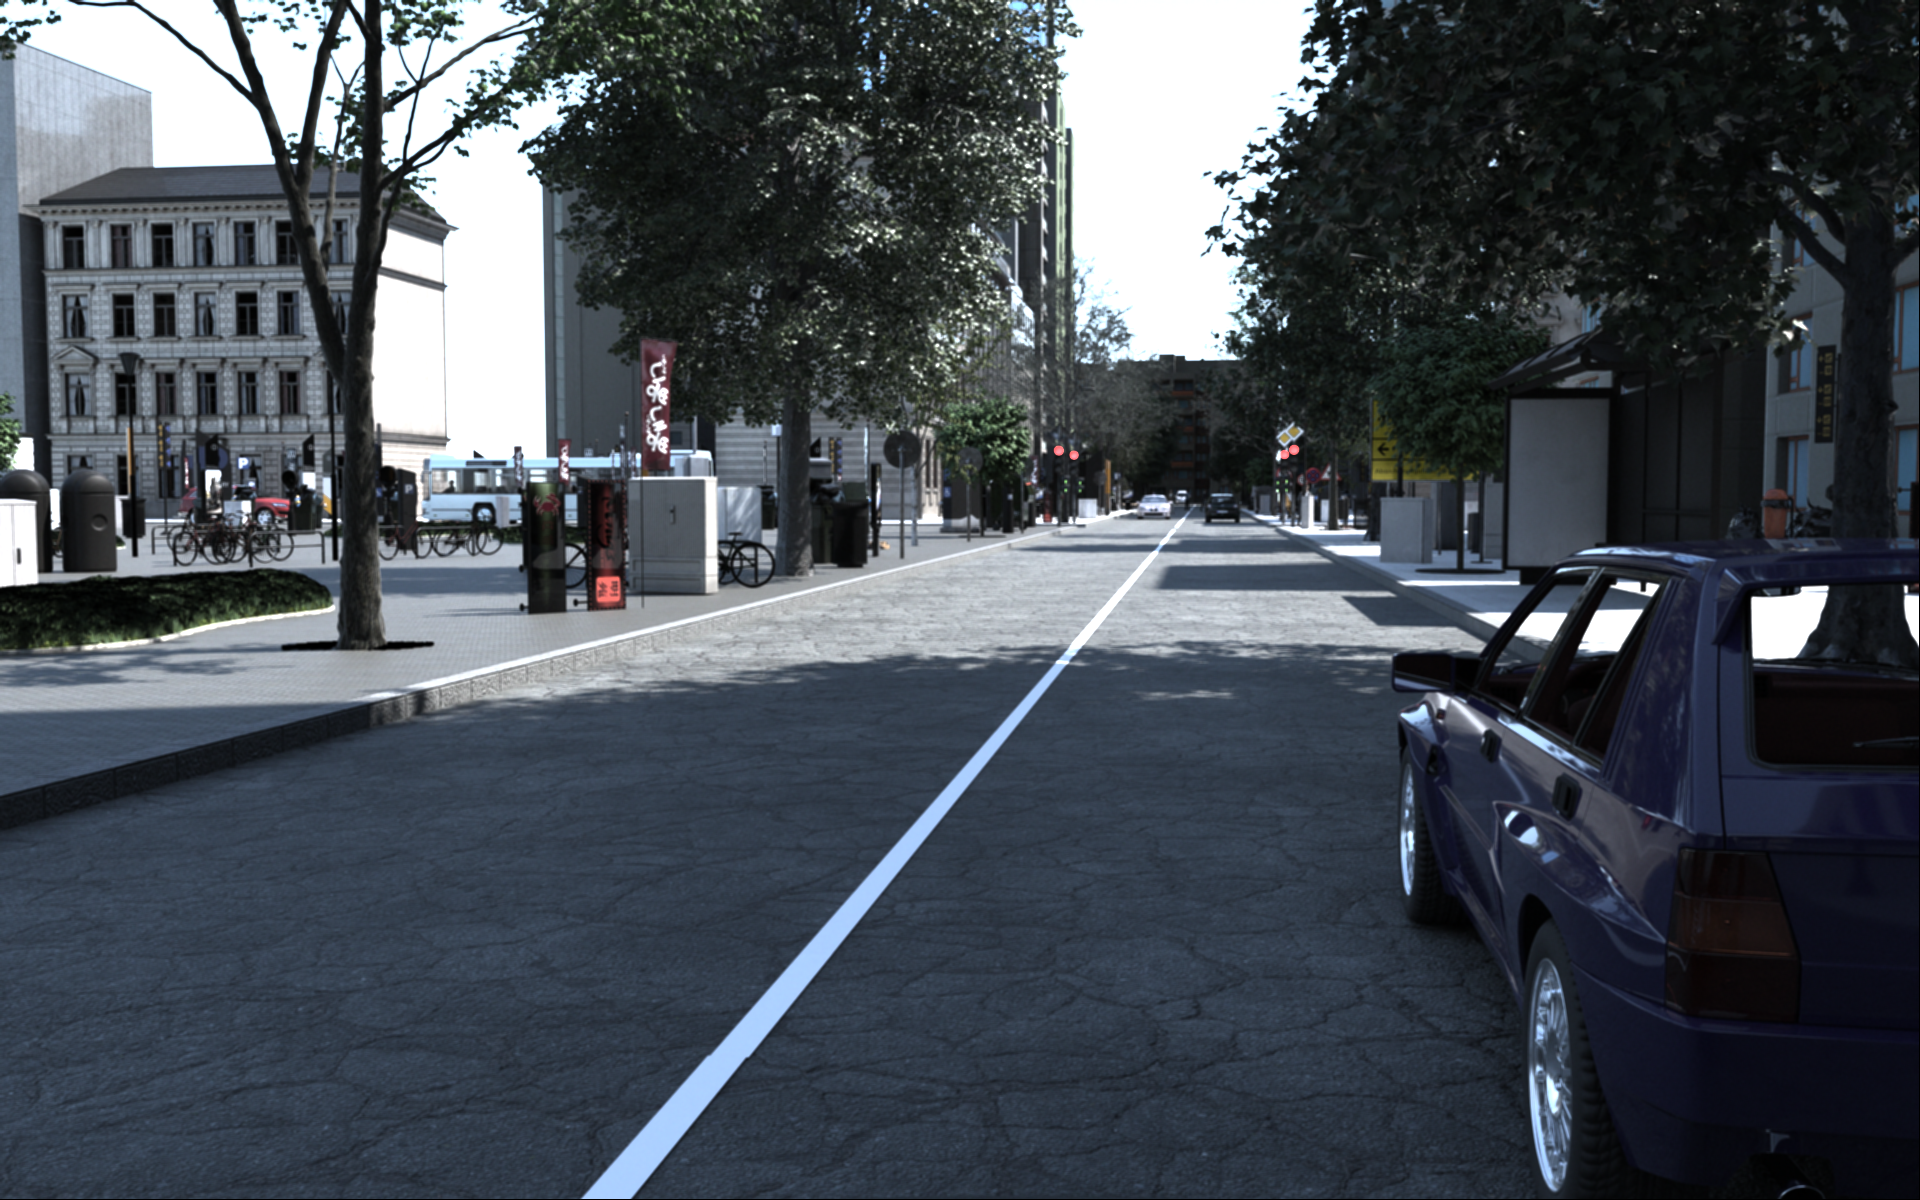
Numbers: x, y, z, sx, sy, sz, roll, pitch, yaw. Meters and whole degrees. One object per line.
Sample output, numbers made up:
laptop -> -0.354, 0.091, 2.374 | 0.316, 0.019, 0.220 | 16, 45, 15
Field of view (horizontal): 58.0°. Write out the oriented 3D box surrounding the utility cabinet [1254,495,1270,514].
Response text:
utility cabinet -> 20.564, -6.565, 118.497 | 0.306, 1.237, 1.020 | -2, 4, -34

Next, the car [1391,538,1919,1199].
car -> 2.173, 0.492, 4.531 | 1.945, 1.354, 3.894 | 1, 4, 8

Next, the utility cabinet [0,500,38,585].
utility cabinet -> -11.271, -0.557, 20.267 | 0.306, 1.237, 1.020 | 1, 4, 11

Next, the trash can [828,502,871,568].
trash can -> -1.925, -1.140, 30.288 | 0.748, 1.137, 0.748 | 0, 3, 0

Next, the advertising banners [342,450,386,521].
advertising banners -> -23.521, -4.449, 68.922 | 2.074, 3.025, 0.090 | 0, 4, -1

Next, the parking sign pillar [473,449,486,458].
parking sign pillar -> -28.334, -7.024, 103.306 | 1.447, 3.967, 1.447 | -2, 4, -33

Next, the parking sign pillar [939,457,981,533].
parking sign pillar -> 0.043, -4.196, 57.070 | 1.447, 3.967, 1.447 | -3, 5, -44

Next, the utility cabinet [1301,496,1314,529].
utility cabinet -> 12.784, -3.216, 63.736 | 0.306, 1.237, 1.020 | 1, 4, 22

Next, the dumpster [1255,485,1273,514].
dumpster -> 19.679, -6.478, 111.678 | 1.264, 1.857, 1.865 | 0, 4, 8

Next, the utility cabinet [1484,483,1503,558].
utility cabinet -> 10.938, -1.563, 34.232 | 1.173, 1.500, 0.318 | 0, 4, 4

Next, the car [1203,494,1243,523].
car -> 13.321, -4.766, 87.715 | 2.009, 1.686, 4.222 | 1, 4, 9

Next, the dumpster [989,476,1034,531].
dumpster -> 1.785, -3.601, 61.363 | 1.502, 2.255, 1.985 | 0, 4, 8

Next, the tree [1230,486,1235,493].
tree -> 34.124, -13.426, 214.120 | 1.663, 3.219, 1.824 | 0, 3, 0

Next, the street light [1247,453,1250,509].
street light -> 19.788, -8.798, 116.393 | 1.470, 5.913, 1.316 | 0, 4, 8

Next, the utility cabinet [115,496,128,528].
utility cabinet -> -32.141, -3.342, 65.801 | 0.306, 1.237, 1.020 | 3, 4, 36

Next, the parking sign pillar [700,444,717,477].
parking sign pillar -> -13.272, -6.387, 92.902 | 1.447, 3.967, 1.447 | -2, 4, -28

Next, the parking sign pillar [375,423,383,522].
parking sign pillar -> -22.034, -4.704, 65.390 | 1.447, 3.967, 1.447 | -1, 4, -19

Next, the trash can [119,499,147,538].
trash can -> -24.151, -2.383, 50.620 | 0.748, 1.137, 0.748 | 0, 3, 0

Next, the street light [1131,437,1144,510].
street light -> 14.531, -10.381, 142.273 | 1.470, 5.913, 1.316 | 0, 4, 8

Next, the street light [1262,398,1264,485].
street light -> 15.042, -6.795, 83.634 | 1.470, 5.913, 1.316 | 0, 4, 8

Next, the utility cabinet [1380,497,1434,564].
utility cabinet -> 8.327, -1.293, 32.296 | 0.306, 1.237, 1.020 | -3, 4, -36

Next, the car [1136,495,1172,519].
car -> 11.186, -5.346, 99.765 | 2.083, 1.381, 4.827 | 0, 4, 7

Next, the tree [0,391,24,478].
tree -> -26.295, -3.784, 45.576 | 4.285, 4.588, 4.351 | 0, 3, 0

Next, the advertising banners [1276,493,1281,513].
advertising banners -> 21.649, -7.369, 116.674 | 0.090, 3.025, 2.074 | -2, 4, -27

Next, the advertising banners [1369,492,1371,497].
advertising banners -> 25.141, -6.691, 105.589 | 0.090, 3.025, 2.074 | 0, 4, 6

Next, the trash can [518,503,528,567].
trash can -> -7.010, -1.060, 28.981 | 0.748, 1.137, 0.748 | 0, 3, 0

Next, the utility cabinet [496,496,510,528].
utility cabinet -> -16.944, -3.244, 64.204 | 0.306, 1.237, 1.020 | -2, 4, -26

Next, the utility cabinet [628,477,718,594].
utility cabinet -> -3.696, -0.830, 22.249 | 1.173, 1.500, 0.318 | 2, 4, 25

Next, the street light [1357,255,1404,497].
street light -> 8.004, -3.734, 33.595 | 1.470, 5.913, 1.316 | 0, 4, 8

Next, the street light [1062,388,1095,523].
street light -> 5.185, -6.319, 75.858 | 1.470, 5.913, 1.316 | 0, 4, 8

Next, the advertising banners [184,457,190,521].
advertising banners -> -37.075, -5.350, 83.657 | 0.090, 3.025, 2.074 | 0, 4, -5

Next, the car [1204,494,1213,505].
car -> 19.949, -7.466, 133.866 | 2.131, 1.459, 4.920 | 0, 4, 8

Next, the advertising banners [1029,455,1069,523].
advertising banners -> 3.949, -4.969, 77.433 | 2.074, 3.025, 0.090 | 2, 4, 34

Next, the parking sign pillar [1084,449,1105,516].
parking sign pillar -> 7.961, -7.050, 103.743 | 1.447, 3.967, 1.447 | 1, 4, 17

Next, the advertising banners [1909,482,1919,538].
advertising banners -> 12.421, -1.593, 22.227 | 0.090, 3.025, 2.074 | -2, 4, -28

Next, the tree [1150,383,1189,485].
tree -> 20.339, -17.469, 192.267 | 9.857, 13.997, 8.962 | 0, 3, 0

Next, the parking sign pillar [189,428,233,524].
parking sign pillar -> -30.593, -5.051, 71.058 | 1.447, 3.967, 1.447 | -2, 4, -34

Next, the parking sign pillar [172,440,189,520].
parking sign pillar -> -38.551, -5.986, 86.347 | 1.447, 3.967, 1.447 | -2, 4, -30

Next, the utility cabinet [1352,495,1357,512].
utility cabinet -> 28.934, -7.085, 127.008 | 0.306, 1.237, 1.020 | 1, 4, 17

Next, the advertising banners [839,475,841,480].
advertising banners -> -5.594, -5.355, 83.747 | 0.090, 3.025, 2.074 | 1, 4, 14

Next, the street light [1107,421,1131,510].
street light -> 9.782, -8.324, 108.638 | 1.470, 5.913, 1.316 | 0, 4, 8

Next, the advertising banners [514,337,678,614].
advertising banners -> -3.929, -1.398, 19.046 | 0.090, 3.025, 2.074 | 3, 5, 44

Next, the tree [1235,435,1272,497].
tree -> 27.997, -13.151, 165.374 | 4.360, 8.622, 3.978 | 0, 3, 0

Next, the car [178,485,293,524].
car -> -31.879, -4.167, 76.811 | 5.304, 1.827, 2.281 | 0, 4, 7

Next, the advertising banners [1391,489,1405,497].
advertising banners -> 13.445, -3.536, 54.000 | 0.090, 3.025, 2.074 | 3, 4, 36

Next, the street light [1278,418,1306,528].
street light -> 12.666, -5.739, 66.366 | 1.470, 5.913, 1.316 | 0, 4, 8

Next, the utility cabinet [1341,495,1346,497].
utility cabinet -> 23.992, -6.050, 110.080 | 0.306, 1.237, 1.020 | -3, 5, -44

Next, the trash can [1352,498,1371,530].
trash can -> 14.445, -3.092, 62.200 | 0.748, 1.137, 0.748 | 0, 3, 0

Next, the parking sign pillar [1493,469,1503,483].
parking sign pillar -> 19.484, -4.435, 60.988 | 1.447, 3.967, 1.447 | 3, 4, 36

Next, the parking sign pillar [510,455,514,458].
parking sign pillar -> -27.352, -7.153, 105.429 | 1.447, 3.967, 1.447 | 2, 4, 33
